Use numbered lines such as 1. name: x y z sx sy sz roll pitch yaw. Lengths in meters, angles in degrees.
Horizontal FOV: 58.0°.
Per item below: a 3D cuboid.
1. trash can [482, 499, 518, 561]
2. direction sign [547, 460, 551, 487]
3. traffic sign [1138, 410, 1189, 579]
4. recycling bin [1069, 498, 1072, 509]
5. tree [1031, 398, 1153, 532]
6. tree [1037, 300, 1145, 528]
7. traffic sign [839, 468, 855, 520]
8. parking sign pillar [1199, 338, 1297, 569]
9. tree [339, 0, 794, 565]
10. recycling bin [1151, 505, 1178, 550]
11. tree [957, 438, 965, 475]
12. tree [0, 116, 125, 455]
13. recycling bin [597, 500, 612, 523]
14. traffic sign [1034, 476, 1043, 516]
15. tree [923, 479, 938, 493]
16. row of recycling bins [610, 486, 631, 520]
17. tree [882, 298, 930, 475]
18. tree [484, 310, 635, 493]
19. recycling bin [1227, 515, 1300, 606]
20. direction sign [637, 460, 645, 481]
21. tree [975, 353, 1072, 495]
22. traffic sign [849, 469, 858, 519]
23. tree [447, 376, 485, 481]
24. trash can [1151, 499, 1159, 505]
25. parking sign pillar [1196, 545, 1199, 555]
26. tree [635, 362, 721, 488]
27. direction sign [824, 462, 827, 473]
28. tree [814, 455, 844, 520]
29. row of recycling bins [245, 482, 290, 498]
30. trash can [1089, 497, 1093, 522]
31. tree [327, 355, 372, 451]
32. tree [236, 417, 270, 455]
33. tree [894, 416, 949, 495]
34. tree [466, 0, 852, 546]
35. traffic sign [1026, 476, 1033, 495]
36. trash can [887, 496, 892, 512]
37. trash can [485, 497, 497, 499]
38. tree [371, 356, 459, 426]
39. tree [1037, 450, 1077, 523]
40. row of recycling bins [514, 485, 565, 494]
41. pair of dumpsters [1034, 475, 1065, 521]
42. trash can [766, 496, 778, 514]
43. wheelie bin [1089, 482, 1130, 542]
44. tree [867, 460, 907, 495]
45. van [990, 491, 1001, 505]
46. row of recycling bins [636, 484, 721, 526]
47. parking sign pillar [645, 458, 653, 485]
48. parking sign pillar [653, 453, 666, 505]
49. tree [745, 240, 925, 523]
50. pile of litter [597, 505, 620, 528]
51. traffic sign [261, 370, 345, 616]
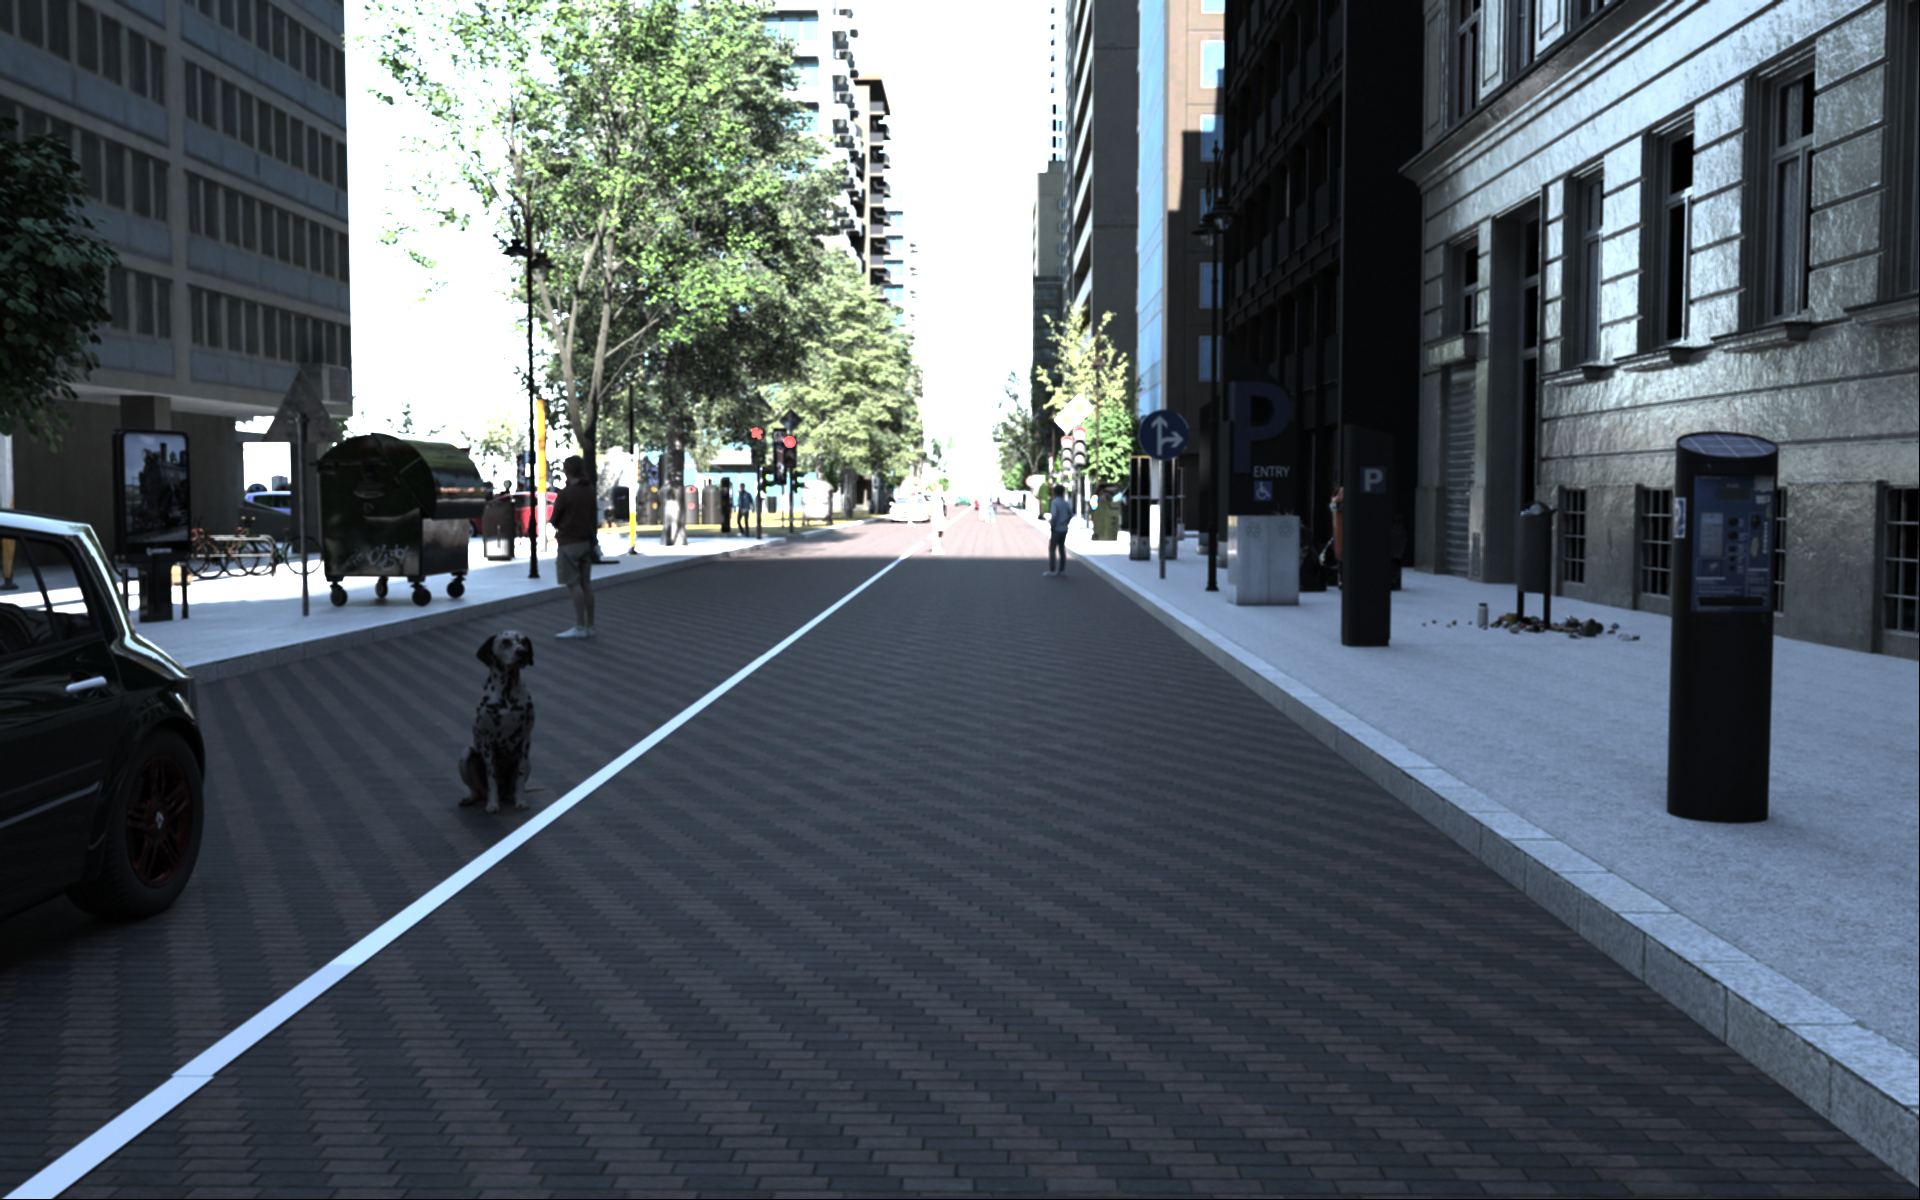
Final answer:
1. trash can: -8.831 -1.315 33.156 0.748 1.137 0.748 0 3 0
2. direction sign: -27.239 -7.496 114.550 0.379 3.537 0.876 -2 4 -32
3. traffic sign: 3.080 -1.599 26.251 0.768 2.556 0.104 0 4 3
4. recycling bin: 7.102 -6.248 114.712 0.722 1.027 0.722 2 4 30
5. tree: 5.251 -4.632 59.441 4.285 4.588 4.351 0 3 0
6. tree: 4.865 -7.036 65.393 4.737 8.622 4.395 0 3 0
7. traffic sign: -5.541 -5.182 84.834 0.768 2.556 0.104 0 4 8
8. parking sign pillar: 5.183 -2.548 30.133 1.447 3.967 1.447 -1 4 -17
9. tree: -6.882 -6.461 31.386 9.928 11.665 9.643 0 3 0
10. recycling bin: 4.560 -1.667 39.816 0.722 1.027 0.722 2 4 28
11. tree: -2.643 -22.120 287.422 9.928 11.665 9.643 0 3 0
12. tree: -7.921 -1.784 12.882 4.285 4.588 4.351 0 3 0
13. recycling bin: -14.208 -3.417 68.417 0.722 1.027 0.722 1 4 16
14. traffic sign: 4.436 -5.818 97.258 0.606 2.300 0.079 1 4 10
15. tree: -3.970 -14.209 226.913 1.663 3.219 1.824 0 3 0
16. row of recycling bins: -17.232 -4.948 88.018 1.069 1.692 3.534 0 4 -5
17. tree: -6.443 -11.729 98.420 9.857 13.997 8.962 0 3 0
18. tree: -14.068 -6.743 60.610 4.737 8.622 4.395 0 3 0
19. recycling bin: 3.538 -0.469 20.224 0.722 1.027 0.722 0 4 -1
20. direction sign: -21.261 -7.556 115.536 0.876 3.537 0.379 3 5 41
21. tree: 4.990 -10.991 114.114 8.767 10.594 7.601 0 4 8
22. traffic sign: -5.599 -5.420 88.726 0.768 2.556 0.104 0 4 8
23. tree: -28.347 -9.400 104.056 4.737 8.622 4.395 0 3 0
24. trash can: 5.183 -2.234 48.172 0.748 1.137 0.748 0 3 0
25. parking sign pillar: 5.759 -2.952 36.743 1.447 3.967 1.447 2 4 26
26. tree: -16.174 -8.699 92.593 4.737 8.622 4.395 0 3 0
27. direction sign: -9.946 -8.471 130.489 0.876 3.537 0.379 0 4 -3
28. tree: -6.489 -5.628 86.620 1.663 3.219 1.824 0 3 0
29. row of recycling bins: -24.333 -3.302 61.097 3.534 1.692 1.069 -2 4 -25
30. trash can: 6.259 -4.115 78.930 0.748 1.137 0.748 0 3 0
31. tree: -31.195 -8.319 86.382 4.737 8.622 4.395 0 3 0
32. tree: -29.228 -7.191 67.929 4.360 8.622 3.978 0 3 0
33. tree: -4.703 -16.160 198.631 7.601 10.594 8.767 0 4 5
34. tree: -7.100 -8.316 42.614 9.857 13.997 8.962 0 3 0
35. traffic sign: 4.996 -7.370 120.597 0.768 2.556 0.104 1 4 11
36. trash can: -5.179 -6.838 123.456 0.748 1.137 0.748 0 3 0
37. trash can: -20.323 -3.847 74.544 0.748 1.137 0.748 0 3 0
38. tree: -29.470 -8.746 93.357 4.360 8.622 3.978 0 3 0
39. tree: 4.484 -5.018 76.645 1.663 3.219 1.824 0 3 0
40. row of recycling bins: -19.905 -4.653 83.186 3.534 1.692 1.069 2 4 24
41. pair of dumpsters: 4.465 -5.018 84.537 1.574 2.255 4.437 0 4 1
42. trash can: -12.384 -6.266 114.096 0.748 1.137 0.748 0 3 0
43. wheelie bin: 3.973 -2.377 46.770 0.980 1.594 0.693 -3 5 -45
44. tree: -5.901 -9.481 138.731 4.285 4.588 4.351 0 3 0
45. van: 4.633 -13.914 234.509 2.013 2.044 4.112 0 4 -1
46. row of recycling bins: -11.569 -3.926 71.310 3.534 1.692 1.069 -2 4 -25
47. parking sign pillar: -22.490 -8.486 127.215 1.447 3.967 1.447 -3 5 -44
48. parking sign pillar: -14.733 -6.106 88.307 1.447 3.967 1.447 -1 4 -14
49. tree: -5.892 -9.747 77.486 7.486 12.596 7.792 0 3 0
50. pile of litter: -13.517 -3.166 65.733 1.176 0.858 1.719 -1 4 -17
51. traffic sign: -6.890 -1.111 18.164 0.884 2.594 0.081 0 4 2
